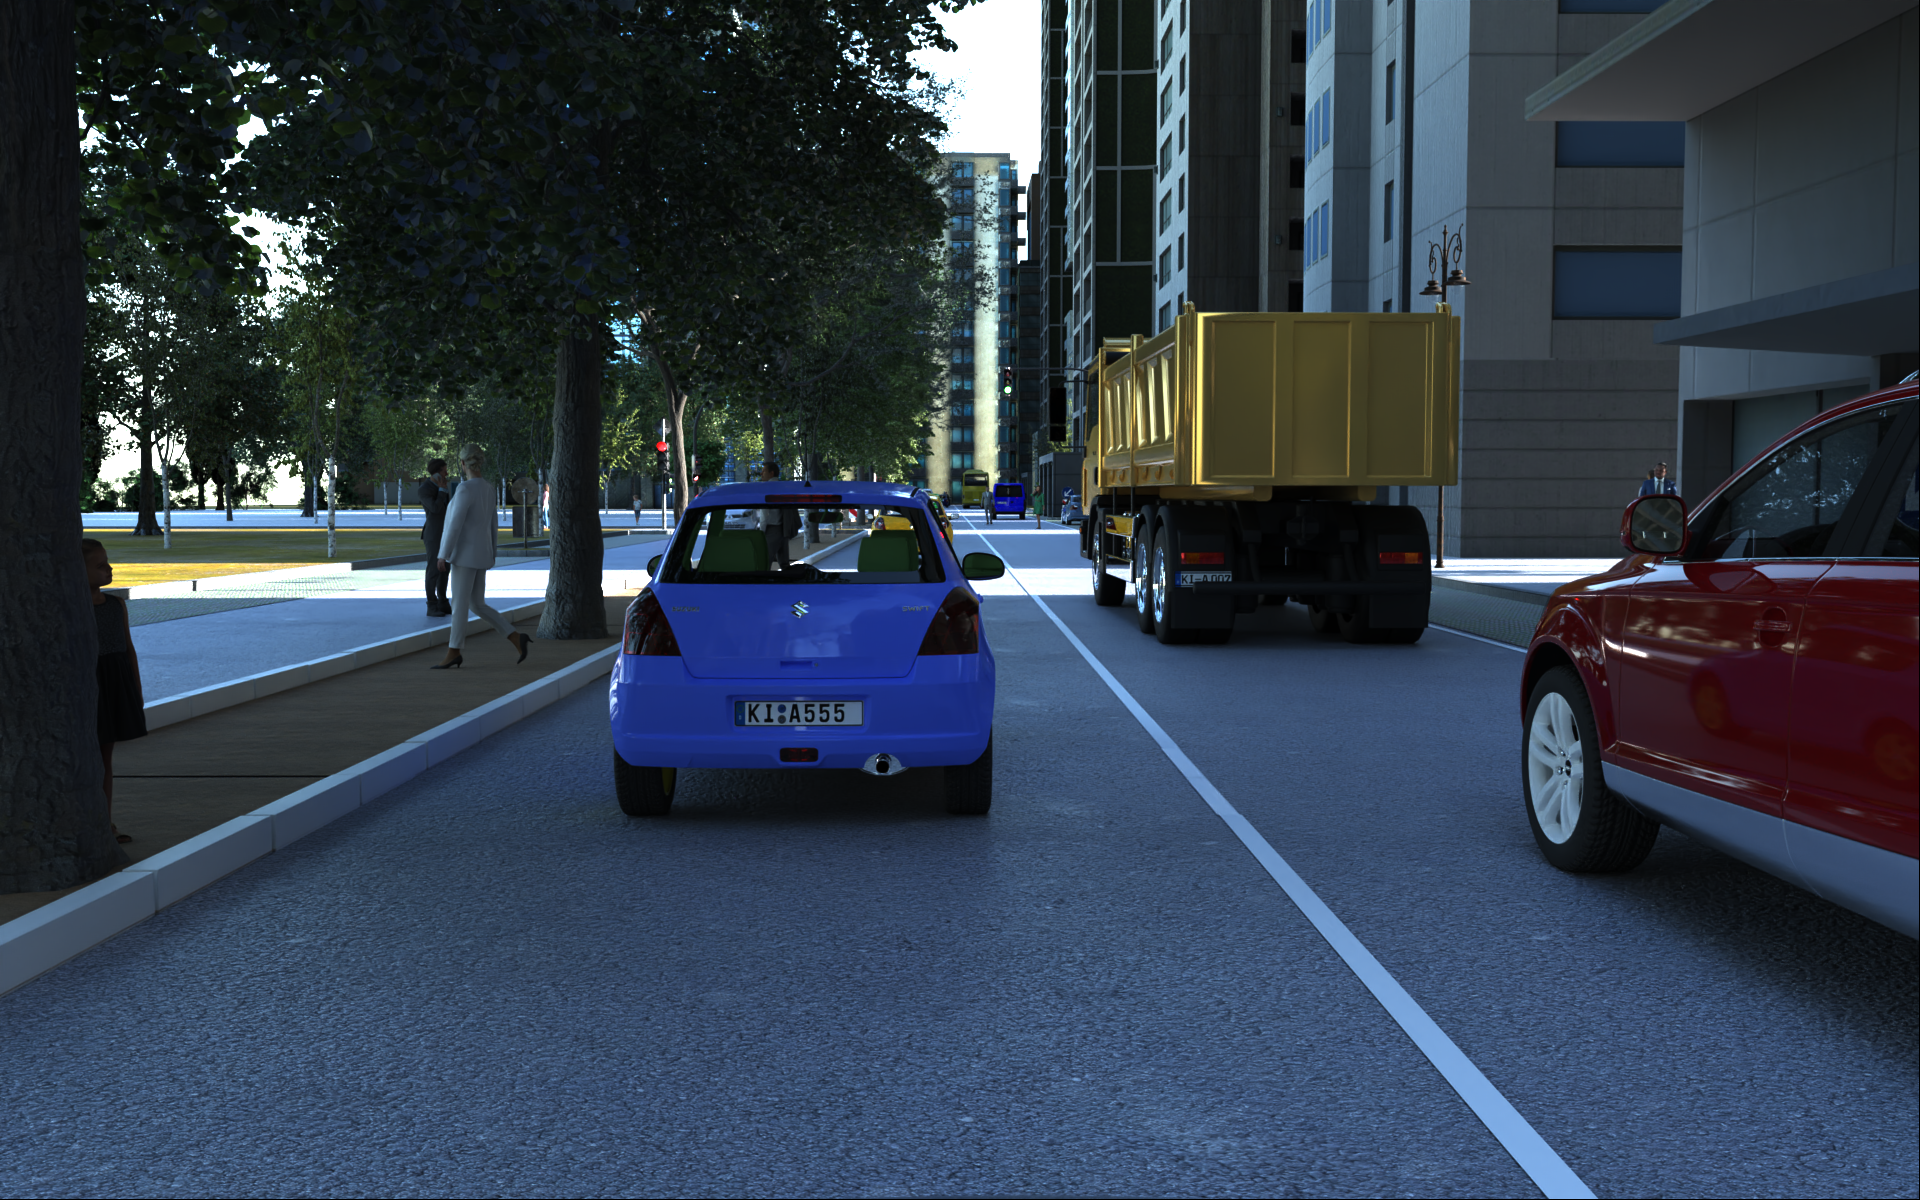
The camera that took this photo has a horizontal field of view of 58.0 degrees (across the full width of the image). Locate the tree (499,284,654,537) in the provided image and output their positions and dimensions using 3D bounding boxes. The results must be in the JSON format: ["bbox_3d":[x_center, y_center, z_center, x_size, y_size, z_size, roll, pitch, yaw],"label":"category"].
[{"bbox_3d":[-12.415,-6.214,51.957,4.737,8.622,4.395,0,3,0],"label":"tree"}]

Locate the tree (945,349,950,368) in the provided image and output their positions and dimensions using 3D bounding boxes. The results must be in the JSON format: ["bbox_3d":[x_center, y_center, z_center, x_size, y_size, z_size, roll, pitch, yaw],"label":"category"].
[{"bbox_3d":[-4.260,-9.293,72.529,7.486,12.596,7.792,0,3,0],"label":"tree"}]

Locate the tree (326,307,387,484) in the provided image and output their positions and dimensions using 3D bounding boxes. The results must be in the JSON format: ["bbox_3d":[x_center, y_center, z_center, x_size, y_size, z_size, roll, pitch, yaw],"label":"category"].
[{"bbox_3d":[-36.691,-11.008,96.994,9.611,12.733,9.660,0,3,0],"label":"tree"}]

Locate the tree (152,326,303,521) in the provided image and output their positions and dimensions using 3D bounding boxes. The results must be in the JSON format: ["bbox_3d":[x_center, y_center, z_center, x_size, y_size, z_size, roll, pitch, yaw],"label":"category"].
[{"bbox_3d":[-34.928,-9.072,82.744,8.767,10.594,7.601,-1,4,-12],"label":"tree"}]

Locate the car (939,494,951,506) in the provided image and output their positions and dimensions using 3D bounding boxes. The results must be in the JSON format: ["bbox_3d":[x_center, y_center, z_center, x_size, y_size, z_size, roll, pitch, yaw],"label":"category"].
[{"bbox_3d":[-2.082,-12.693,217.308,2.009,1.686,4.222,0,4,-1],"label":"car"}]

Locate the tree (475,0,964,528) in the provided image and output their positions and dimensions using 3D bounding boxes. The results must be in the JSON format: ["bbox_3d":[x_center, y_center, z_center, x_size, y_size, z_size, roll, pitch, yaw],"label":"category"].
[{"bbox_3d":[-4.119,-5.455,26.066,8.767,10.594,7.601,0,4,-1],"label":"tree"}]

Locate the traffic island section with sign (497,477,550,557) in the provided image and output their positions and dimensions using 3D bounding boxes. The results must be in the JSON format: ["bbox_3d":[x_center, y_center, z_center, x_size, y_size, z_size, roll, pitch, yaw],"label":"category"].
[{"bbox_3d":[-10.150,-1.929,40.169,1.989,1.847,2.006,0,4,-1],"label":"traffic island section with sign"}]

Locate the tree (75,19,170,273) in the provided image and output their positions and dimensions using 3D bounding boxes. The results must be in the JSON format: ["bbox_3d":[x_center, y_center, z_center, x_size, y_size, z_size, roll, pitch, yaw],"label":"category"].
[{"bbox_3d":[-12.733,-5.752,19.807,9.928,11.665,9.643,0,3,0],"label":"tree"}]

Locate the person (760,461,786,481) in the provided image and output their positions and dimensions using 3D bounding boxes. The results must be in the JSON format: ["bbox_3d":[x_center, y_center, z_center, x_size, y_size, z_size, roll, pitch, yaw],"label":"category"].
[{"bbox_3d":[-2.227,-0.774,21.254,0.850,1.850,0.679,2,4,29],"label":"person"}]

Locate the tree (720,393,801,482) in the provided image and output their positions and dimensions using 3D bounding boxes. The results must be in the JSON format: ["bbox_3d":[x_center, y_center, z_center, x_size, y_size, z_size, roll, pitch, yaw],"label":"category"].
[{"bbox_3d":[-14.171,-10.184,116.868,4.737,8.622,4.395,0,3,0],"label":"tree"}]

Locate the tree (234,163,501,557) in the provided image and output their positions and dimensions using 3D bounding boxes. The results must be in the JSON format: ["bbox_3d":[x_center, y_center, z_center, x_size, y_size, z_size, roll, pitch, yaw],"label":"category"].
[{"bbox_3d":[-12.701,-5.186,35.157,4.737,8.622,4.395,0,3,0],"label":"tree"}]

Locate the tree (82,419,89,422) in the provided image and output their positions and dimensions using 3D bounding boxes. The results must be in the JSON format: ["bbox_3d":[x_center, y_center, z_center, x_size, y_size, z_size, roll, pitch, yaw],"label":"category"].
[{"bbox_3d":[-39.008,-7.493,72.874,4.737,8.622,4.395,0,3,0],"label":"tree"}]

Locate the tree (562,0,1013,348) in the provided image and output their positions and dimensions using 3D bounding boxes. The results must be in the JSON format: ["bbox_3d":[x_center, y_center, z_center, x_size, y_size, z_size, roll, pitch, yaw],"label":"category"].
[{"bbox_3d":[-4.006,-7.539,36.089,12.009,13.543,11.850,0,3,0],"label":"tree"}]

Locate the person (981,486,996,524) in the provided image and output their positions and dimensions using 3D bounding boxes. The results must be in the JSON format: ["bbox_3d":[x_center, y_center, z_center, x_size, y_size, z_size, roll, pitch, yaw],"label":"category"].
[{"bbox_3d":[1.341,-4.488,81.997,0.709,1.813,0.853,0,4,2],"label":"person"}]

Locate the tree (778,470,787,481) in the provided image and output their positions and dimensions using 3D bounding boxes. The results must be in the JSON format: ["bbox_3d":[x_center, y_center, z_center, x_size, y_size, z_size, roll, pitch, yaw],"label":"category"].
[{"bbox_3d":[-14.279,-8.904,140.188,1.663,3.219,1.824,0,3,0],"label":"tree"}]

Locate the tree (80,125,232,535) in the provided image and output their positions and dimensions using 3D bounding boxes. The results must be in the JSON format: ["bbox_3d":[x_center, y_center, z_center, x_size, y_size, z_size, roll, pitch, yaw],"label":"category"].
[{"bbox_3d":[-25.301,-8.369,53.843,9.611,12.733,9.660,0,3,0],"label":"tree"}]

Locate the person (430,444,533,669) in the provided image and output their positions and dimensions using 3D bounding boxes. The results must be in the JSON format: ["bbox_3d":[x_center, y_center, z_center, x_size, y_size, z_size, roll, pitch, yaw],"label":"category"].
[{"bbox_3d":[-3.925,-0.354,14.164,0.818,1.842,0.514,-1,4,-9],"label":"person"}]

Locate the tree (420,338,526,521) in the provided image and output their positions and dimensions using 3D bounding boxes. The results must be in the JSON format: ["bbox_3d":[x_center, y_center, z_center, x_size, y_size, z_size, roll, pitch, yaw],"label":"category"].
[{"bbox_3d":[-21.616,-7.681,75.943,4.360,8.622,3.978,0,3,0],"label":"tree"}]

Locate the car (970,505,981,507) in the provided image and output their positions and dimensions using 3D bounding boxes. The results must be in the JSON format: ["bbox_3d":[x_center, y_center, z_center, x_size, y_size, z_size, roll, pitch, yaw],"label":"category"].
[{"bbox_3d":[1.510,-10.707,187.419,2.083,1.381,4.827,0,3,0],"label":"car"}]

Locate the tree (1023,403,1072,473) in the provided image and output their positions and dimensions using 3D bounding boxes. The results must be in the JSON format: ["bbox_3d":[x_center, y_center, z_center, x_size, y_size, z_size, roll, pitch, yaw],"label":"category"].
[{"bbox_3d":[7.271,-11.430,137.242,4.360,8.622,3.978,0,3,0],"label":"tree"}]

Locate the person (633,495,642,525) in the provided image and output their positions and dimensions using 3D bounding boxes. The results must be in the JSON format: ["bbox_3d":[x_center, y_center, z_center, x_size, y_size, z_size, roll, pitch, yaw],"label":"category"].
[{"bbox_3d":[-13.347,-3.731,71.728,0.332,1.250,0.352,3,4,37],"label":"person"}]

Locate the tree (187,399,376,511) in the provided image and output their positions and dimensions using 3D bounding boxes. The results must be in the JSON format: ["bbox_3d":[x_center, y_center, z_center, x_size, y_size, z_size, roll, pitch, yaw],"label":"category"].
[{"bbox_3d":[-57.145,-14.540,139.553,18.604,14.587,13.155,-1,4,-21],"label":"tree"}]

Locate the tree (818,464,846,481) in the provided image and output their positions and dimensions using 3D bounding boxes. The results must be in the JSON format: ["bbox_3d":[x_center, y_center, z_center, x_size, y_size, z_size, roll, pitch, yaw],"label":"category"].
[{"bbox_3d":[-13.908,-12.330,185.306,4.285,4.588,4.351,0,3,0],"label":"tree"}]

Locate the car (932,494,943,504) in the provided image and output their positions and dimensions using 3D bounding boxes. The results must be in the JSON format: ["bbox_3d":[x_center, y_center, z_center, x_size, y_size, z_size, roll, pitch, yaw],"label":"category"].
[{"bbox_3d":[-2.272,-7.599,133.040,1.959,1.807,4.718,0,4,-2],"label":"car"}]

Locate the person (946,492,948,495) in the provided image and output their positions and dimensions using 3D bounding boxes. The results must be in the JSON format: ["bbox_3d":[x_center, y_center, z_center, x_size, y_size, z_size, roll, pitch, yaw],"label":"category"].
[{"bbox_3d":[-1.750,-12.261,209.772,0.742,1.727,0.445,-3,4,-39],"label":"person"}]

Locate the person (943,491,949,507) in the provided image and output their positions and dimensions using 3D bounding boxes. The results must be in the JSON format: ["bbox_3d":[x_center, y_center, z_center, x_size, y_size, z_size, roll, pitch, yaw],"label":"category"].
[{"bbox_3d":[-1.802,-11.454,196.497,1.217,1.736,0.721,-2,4,-26],"label":"person"}]

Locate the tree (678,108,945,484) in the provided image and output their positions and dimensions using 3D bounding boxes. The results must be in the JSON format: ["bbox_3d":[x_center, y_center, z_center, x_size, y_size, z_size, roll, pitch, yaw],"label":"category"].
[{"bbox_3d":[-4.413,-7.950,50.566,7.486,12.596,7.792,0,3,0],"label":"tree"}]

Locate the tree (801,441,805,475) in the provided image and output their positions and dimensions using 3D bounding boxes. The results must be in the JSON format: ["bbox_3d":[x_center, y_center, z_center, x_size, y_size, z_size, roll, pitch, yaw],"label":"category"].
[{"bbox_3d":[-14.275,-11.841,143.966,4.737,8.622,4.395,0,3,0],"label":"tree"}]

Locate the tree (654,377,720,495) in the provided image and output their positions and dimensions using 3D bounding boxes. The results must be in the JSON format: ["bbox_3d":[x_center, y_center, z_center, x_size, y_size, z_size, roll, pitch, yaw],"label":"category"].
[{"bbox_3d":[-17.501,-9.613,107.531,4.737,8.622,4.395,0,3,0],"label":"tree"}]

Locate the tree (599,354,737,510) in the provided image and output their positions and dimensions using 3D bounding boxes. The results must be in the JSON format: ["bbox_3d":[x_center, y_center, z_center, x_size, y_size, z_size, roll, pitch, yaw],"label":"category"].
[{"bbox_3d":[-20.653,-12.840,126.943,9.611,12.733,9.660,0,3,0],"label":"tree"}]

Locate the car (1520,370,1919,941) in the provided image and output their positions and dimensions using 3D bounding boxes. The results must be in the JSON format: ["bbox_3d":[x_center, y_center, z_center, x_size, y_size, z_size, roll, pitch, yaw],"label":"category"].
[{"bbox_3d":[3.298,0.226,4.978,2.281,1.827,5.304,0,4,-1],"label":"car"}]

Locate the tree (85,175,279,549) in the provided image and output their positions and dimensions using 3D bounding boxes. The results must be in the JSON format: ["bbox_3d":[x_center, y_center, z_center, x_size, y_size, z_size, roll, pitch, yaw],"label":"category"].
[{"bbox_3d":[-18.497,-5.512,40.484,4.360,8.622,3.978,0,3,0],"label":"tree"}]

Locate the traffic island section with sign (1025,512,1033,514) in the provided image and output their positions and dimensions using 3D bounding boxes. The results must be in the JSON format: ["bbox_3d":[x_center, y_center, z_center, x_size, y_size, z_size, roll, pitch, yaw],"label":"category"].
[{"bbox_3d":[5.517,-6.941,122.114,1.989,1.847,2.006,0,4,-1],"label":"traffic island section with sign"}]

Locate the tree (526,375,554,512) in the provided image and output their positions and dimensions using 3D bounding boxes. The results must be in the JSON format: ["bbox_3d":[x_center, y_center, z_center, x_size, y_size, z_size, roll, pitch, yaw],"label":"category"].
[{"bbox_3d":[-21.614,-8.091,82.657,4.360,8.622,3.978,0,3,0],"label":"tree"}]

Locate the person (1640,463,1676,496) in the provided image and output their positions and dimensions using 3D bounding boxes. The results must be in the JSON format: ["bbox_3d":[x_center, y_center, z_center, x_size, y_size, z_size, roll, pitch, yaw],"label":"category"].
[{"bbox_3d":[11.501,-1.371,28.642,0.721,1.800,0.419,1,4,11],"label":"person"}]

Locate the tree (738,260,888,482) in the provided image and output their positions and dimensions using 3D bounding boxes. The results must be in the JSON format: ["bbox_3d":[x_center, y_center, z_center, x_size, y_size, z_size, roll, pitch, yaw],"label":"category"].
[{"bbox_3d":[-3.972,-5.618,44.679,4.360,8.622,3.978,0,3,0],"label":"tree"}]

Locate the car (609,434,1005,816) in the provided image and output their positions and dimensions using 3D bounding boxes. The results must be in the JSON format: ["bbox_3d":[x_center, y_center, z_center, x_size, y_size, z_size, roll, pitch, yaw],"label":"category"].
[{"bbox_3d":[-0.717,0.034,9.031,1.945,1.707,3.694,0,4,-2],"label":"car"}]

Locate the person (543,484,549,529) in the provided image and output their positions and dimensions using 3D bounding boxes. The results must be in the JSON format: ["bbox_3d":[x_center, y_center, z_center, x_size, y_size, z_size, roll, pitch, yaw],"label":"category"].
[{"bbox_3d":[-15.686,-3.480,65.415,0.388,1.821,0.555,-1,4,-18],"label":"person"}]

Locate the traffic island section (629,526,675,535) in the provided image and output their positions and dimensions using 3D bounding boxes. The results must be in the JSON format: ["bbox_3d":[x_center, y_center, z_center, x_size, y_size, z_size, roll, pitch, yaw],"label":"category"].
[{"bbox_3d":[-10.683,-2.455,62.427,2.009,0.180,2.903,0,4,-1],"label":"traffic island section"}]

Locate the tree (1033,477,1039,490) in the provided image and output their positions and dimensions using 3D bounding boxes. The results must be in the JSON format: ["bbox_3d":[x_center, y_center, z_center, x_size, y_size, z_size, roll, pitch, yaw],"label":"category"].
[{"bbox_3d":[7.547,-9.746,153.951,1.663,3.219,1.824,0,3,0],"label":"tree"}]

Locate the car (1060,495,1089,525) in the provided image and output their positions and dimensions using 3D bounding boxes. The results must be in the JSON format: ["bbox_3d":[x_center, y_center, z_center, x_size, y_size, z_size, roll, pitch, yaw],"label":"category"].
[{"bbox_3d":[5.700,-4.196,80.610,2.014,1.417,4.499,0,4,-1],"label":"car"}]

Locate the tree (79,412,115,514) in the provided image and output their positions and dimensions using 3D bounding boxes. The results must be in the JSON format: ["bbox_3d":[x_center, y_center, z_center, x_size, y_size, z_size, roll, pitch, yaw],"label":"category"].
[{"bbox_3d":[-62.800,-13.292,119.151,13.155,14.587,18.604,-1,4,-11],"label":"tree"}]

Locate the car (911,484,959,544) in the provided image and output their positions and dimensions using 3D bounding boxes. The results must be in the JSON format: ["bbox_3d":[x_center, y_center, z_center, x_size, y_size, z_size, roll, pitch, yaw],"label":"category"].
[{"bbox_3d":[-1.016,-1.621,36.726,2.015,1.641,3.980,0,4,-1],"label":"car"}]

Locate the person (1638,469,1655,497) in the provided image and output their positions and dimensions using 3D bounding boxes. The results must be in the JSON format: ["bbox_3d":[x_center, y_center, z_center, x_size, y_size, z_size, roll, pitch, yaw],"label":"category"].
[{"bbox_3d":[12.436,-1.483,31.038,0.466,1.731,0.760,-1,4,-9],"label":"person"}]

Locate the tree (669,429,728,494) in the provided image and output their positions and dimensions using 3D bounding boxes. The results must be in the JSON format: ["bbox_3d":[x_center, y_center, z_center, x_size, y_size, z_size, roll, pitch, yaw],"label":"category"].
[{"bbox_3d":[-13.328,-6.356,87.631,4.285,4.588,4.351,0,3,0],"label":"tree"}]

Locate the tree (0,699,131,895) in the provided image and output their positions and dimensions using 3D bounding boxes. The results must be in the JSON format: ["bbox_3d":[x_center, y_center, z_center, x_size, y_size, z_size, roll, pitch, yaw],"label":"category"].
[{"bbox_3d":[-3.546,-5.935,6.149,9.857,13.997,8.962,0,3,0],"label":"tree"}]

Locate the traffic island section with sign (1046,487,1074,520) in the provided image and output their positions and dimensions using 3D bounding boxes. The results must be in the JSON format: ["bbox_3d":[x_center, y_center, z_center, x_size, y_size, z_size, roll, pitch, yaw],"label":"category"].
[{"bbox_3d":[5.762,-5.293,95.160,1.989,1.847,2.006,0,4,-1],"label":"traffic island section with sign"}]

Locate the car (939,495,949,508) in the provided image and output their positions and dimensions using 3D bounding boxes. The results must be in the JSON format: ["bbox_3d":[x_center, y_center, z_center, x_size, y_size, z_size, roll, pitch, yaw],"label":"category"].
[{"bbox_3d":[-2.077,-10.411,182.800,1.945,1.354,3.894,0,4,-1],"label":"car"}]

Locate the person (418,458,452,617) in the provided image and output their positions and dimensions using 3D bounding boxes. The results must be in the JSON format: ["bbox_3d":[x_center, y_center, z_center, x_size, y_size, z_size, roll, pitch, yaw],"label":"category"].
[{"bbox_3d":[-6.078,-0.740,20.406,0.447,1.846,0.655,1,4,8],"label":"person"}]

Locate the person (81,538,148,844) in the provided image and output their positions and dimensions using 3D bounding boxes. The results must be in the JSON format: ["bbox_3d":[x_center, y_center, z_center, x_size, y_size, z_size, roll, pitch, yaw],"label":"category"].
[{"bbox_3d":[-3.498,0.374,7.051,0.373,1.253,0.362,2,4,29],"label":"person"}]

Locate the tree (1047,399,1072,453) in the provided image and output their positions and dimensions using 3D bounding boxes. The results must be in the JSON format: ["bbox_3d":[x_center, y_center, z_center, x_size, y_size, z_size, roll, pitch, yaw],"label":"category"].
[{"bbox_3d":[8.582,-10.834,127.496,4.737,8.622,4.395,0,3,0],"label":"tree"}]

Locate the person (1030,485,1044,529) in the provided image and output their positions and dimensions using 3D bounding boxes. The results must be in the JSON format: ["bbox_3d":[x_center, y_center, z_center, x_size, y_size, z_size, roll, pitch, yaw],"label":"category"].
[{"bbox_3d":[3.252,-3.834,71.438,0.600,1.795,0.529,2,4,26],"label":"person"}]
